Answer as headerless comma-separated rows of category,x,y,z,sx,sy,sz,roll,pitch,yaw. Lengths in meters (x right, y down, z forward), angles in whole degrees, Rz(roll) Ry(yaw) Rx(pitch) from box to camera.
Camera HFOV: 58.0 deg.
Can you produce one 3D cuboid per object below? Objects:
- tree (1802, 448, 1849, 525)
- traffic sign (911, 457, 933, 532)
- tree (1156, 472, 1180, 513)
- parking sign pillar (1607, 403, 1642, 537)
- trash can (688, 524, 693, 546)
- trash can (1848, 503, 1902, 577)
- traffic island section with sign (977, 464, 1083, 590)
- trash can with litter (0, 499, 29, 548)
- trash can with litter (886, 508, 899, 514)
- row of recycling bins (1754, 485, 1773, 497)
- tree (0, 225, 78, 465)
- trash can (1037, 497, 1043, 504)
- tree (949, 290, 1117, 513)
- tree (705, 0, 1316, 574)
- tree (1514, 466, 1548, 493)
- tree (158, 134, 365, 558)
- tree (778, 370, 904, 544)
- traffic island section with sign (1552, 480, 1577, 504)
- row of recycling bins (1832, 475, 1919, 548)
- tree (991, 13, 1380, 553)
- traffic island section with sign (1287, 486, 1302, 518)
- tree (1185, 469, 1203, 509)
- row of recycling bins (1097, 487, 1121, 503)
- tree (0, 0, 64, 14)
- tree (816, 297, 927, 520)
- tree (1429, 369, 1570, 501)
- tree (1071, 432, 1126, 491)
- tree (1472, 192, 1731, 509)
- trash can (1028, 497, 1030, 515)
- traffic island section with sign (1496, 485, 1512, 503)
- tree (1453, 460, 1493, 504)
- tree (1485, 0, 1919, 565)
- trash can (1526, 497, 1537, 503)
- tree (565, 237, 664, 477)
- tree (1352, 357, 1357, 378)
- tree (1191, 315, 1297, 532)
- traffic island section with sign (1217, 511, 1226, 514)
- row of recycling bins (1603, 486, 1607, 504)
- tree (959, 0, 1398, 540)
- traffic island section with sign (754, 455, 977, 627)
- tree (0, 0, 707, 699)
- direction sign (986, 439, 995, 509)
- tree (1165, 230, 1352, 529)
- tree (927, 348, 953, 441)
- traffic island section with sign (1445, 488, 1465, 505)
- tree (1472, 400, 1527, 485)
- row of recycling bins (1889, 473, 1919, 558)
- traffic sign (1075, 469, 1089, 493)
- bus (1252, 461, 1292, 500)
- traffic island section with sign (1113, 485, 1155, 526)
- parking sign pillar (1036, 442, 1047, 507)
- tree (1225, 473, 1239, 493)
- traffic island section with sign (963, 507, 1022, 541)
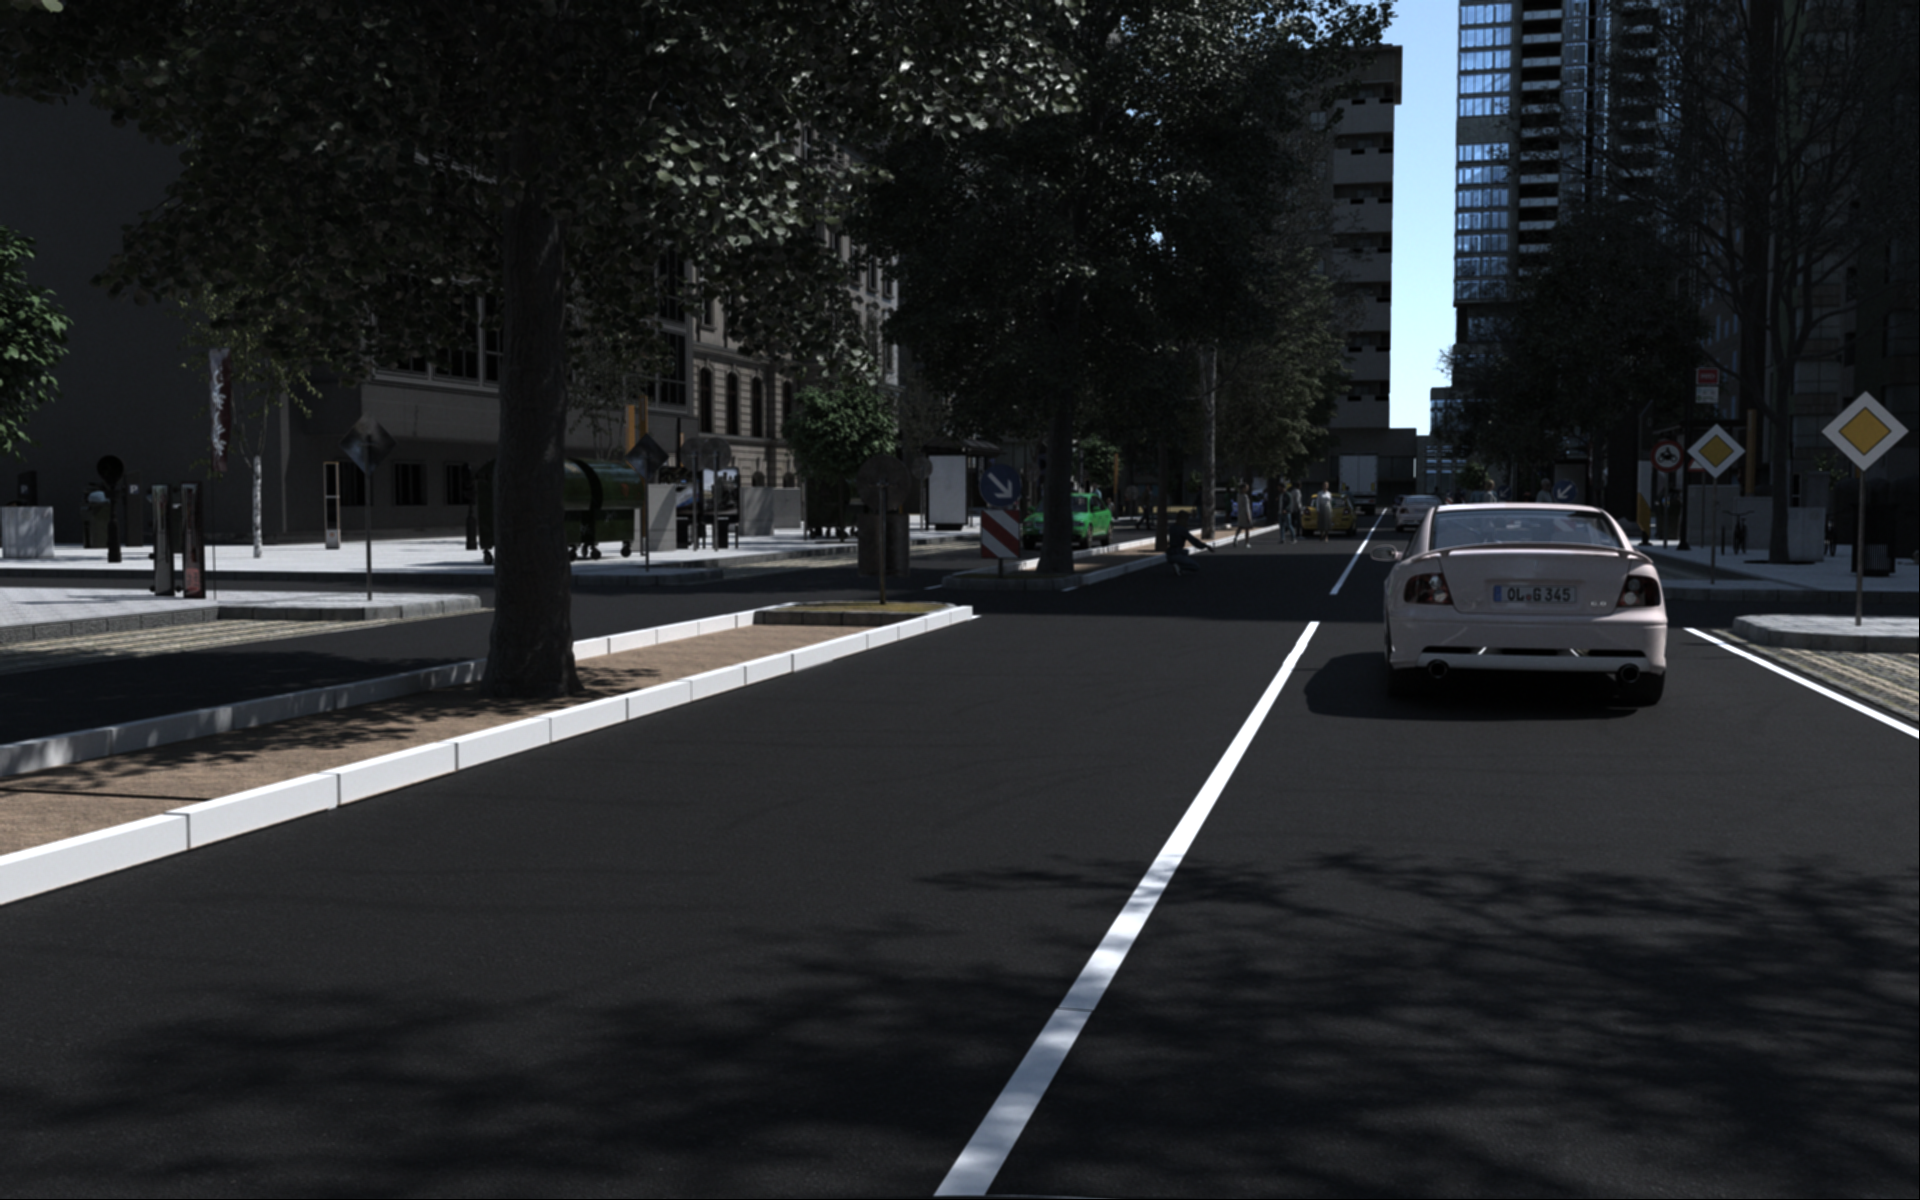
tree,36.408,-4.810,73.250,1.663,3.219,1.824,0,3,0
traffic sign,-1.309,-3.606,59.066,0.768,2.556,0.104,1,4,16
tree,14.263,-7.613,119.066,1.663,3.219,1.824,0,3,0
parking sign pillar,20.025,-3.890,52.076,1.447,3.967,1.447,-1,4,-12
trash can,-6.909,-1.924,43.105,0.748,1.137,0.748,0,3,0
trash can,14.238,-0.937,26.978,0.748,1.137,0.748,0,3,0
traffic island section with sign,0.768,-1.139,26.760,2.006,1.907,1.989,1,4,14
trash can with litter,-22.754,-1.839,41.453,1.055,1.170,0.624,2,4,34
trash can with litter,-2.437,-2.630,54.384,1.055,1.170,0.624,1,4,15
row of recycling bins,36.033,-4.293,77.311,1.069,1.692,3.534,2,4,31
tree,-10.588,-2.052,17.258,4.285,4.588,4.351,0,3,0
trash can,3.810,-4.028,77.516,0.748,1.137,0.748,0,3,0
tree,3.011,-8.568,74.507,8.767,10.594,7.601,2,4,28
tree,1.696,-7.405,30.190,9.857,13.997,8.962,0,3,0
tree,30.849,-6.026,93.131,1.663,3.219,1.824,0,3,0
tree,-14.064,-5.158,34.696,4.737,8.622,4.395,0,3,0
tree,-3.112,-3.775,45.438,4.285,4.588,4.351,0,3,0
traffic island section with sign,16.728,-2.437,48.476,1.989,1.847,2.006,1,4,14
row of recycling bins,23.899,-2.296,44.654,3.534,1.692,1.069,-2,4,-28
tree,4.964,-7.905,42.069,12.009,13.543,11.850,0,3,0
traffic island section with sign,19.067,-5.597,99.645,2.006,1.907,1.989,1,4,14
tree,17.214,-8.150,127.846,1.663,3.219,1.824,0,3,0
row of recycling bins,8.636,-5.763,101.343,1.069,1.692,3.534,1,4,21
tree,-4.928,-5.074,3.547,7.486,12.596,7.792,0,3,0
tree,-3.758,-7.037,65.412,4.360,8.622,3.978,0,3,0
tree,33.161,-10.371,103.986,7.601,10.594,8.767,2,4,33
tree,7.070,-6.519,90.298,4.285,4.588,4.351,0,3,0
tree,24.506,-9.113,66.010,9.611,12.733,9.660,0,3,0
trash can,3.806,-5.070,94.544,0.748,1.137,0.748,0,3,0
traffic island section with sign,23.288,-4.036,74.624,1.989,1.847,2.006,1,4,14
tree,46.546,-10.588,156.823,4.285,4.588,4.351,0,3,0
tree,14.937,-7.405,31.442,12.009,13.543,11.850,0,3,0
trash can,26.410,-4.156,79.596,0.748,1.137,0.748,0,3,0
tree,-9.605,-5.862,46.214,4.360,8.622,3.978,0,3,0
tree,14.301,-9.742,79.872,7.486,12.596,7.792,0,3,0
tree,10.472,-6.836,64.589,4.360,8.622,3.978,0,3,0
traffic island section with sign,19.941,-7.254,127.226,1.989,1.847,2.006,1,4,14
row of recycling bins,33.515,-5.036,89.447,1.069,1.692,3.534,-2,4,-32
tree,6.807,-12.017,54.831,12.611,20.169,13.585,0,3,0
traffic island section with sign,-1.047,-0.700,19.578,2.006,1.907,1.989,1,4,14
tree,-3.067,-6.297,12.064,9.857,13.997,8.962,0,3,0
direction sign,1.059,-4.729,69.309,0.876,3.537,0.379,-3,4,-37
tree,11.691,-9.169,70.499,7.486,12.596,7.792,0,3,0
tree,-1.898,-8.178,84.078,4.360,8.622,3.978,0,3,0
traffic island section with sign,35.667,-7.050,123.901,1.989,1.847,2.006,1,4,14
tree,36.579,-10.160,116.477,4.360,8.622,3.978,0,3,0
row of recycling bins,20.273,-1.730,35.403,3.534,1.692,1.069,-2,4,-27
traffic sign,6.100,-5.299,86.746,0.768,2.556,0.104,1,4,20
bus,23.029,-8.350,128.073,2.896,3.916,12.252,1,4,13
traffic island section with sign,7.839,-4.307,79.051,1.989,1.847,2.006,1,4,14
parking sign pillar,4.199,-5.826,83.726,1.447,3.967,1.447,-3,5,-45
tree,25.345,-10.136,160.328,1.663,3.219,1.824,0,3,0
traffic island section with sign,1.276,-2.708,52.904,1.989,1.847,2.006,1,4,14
